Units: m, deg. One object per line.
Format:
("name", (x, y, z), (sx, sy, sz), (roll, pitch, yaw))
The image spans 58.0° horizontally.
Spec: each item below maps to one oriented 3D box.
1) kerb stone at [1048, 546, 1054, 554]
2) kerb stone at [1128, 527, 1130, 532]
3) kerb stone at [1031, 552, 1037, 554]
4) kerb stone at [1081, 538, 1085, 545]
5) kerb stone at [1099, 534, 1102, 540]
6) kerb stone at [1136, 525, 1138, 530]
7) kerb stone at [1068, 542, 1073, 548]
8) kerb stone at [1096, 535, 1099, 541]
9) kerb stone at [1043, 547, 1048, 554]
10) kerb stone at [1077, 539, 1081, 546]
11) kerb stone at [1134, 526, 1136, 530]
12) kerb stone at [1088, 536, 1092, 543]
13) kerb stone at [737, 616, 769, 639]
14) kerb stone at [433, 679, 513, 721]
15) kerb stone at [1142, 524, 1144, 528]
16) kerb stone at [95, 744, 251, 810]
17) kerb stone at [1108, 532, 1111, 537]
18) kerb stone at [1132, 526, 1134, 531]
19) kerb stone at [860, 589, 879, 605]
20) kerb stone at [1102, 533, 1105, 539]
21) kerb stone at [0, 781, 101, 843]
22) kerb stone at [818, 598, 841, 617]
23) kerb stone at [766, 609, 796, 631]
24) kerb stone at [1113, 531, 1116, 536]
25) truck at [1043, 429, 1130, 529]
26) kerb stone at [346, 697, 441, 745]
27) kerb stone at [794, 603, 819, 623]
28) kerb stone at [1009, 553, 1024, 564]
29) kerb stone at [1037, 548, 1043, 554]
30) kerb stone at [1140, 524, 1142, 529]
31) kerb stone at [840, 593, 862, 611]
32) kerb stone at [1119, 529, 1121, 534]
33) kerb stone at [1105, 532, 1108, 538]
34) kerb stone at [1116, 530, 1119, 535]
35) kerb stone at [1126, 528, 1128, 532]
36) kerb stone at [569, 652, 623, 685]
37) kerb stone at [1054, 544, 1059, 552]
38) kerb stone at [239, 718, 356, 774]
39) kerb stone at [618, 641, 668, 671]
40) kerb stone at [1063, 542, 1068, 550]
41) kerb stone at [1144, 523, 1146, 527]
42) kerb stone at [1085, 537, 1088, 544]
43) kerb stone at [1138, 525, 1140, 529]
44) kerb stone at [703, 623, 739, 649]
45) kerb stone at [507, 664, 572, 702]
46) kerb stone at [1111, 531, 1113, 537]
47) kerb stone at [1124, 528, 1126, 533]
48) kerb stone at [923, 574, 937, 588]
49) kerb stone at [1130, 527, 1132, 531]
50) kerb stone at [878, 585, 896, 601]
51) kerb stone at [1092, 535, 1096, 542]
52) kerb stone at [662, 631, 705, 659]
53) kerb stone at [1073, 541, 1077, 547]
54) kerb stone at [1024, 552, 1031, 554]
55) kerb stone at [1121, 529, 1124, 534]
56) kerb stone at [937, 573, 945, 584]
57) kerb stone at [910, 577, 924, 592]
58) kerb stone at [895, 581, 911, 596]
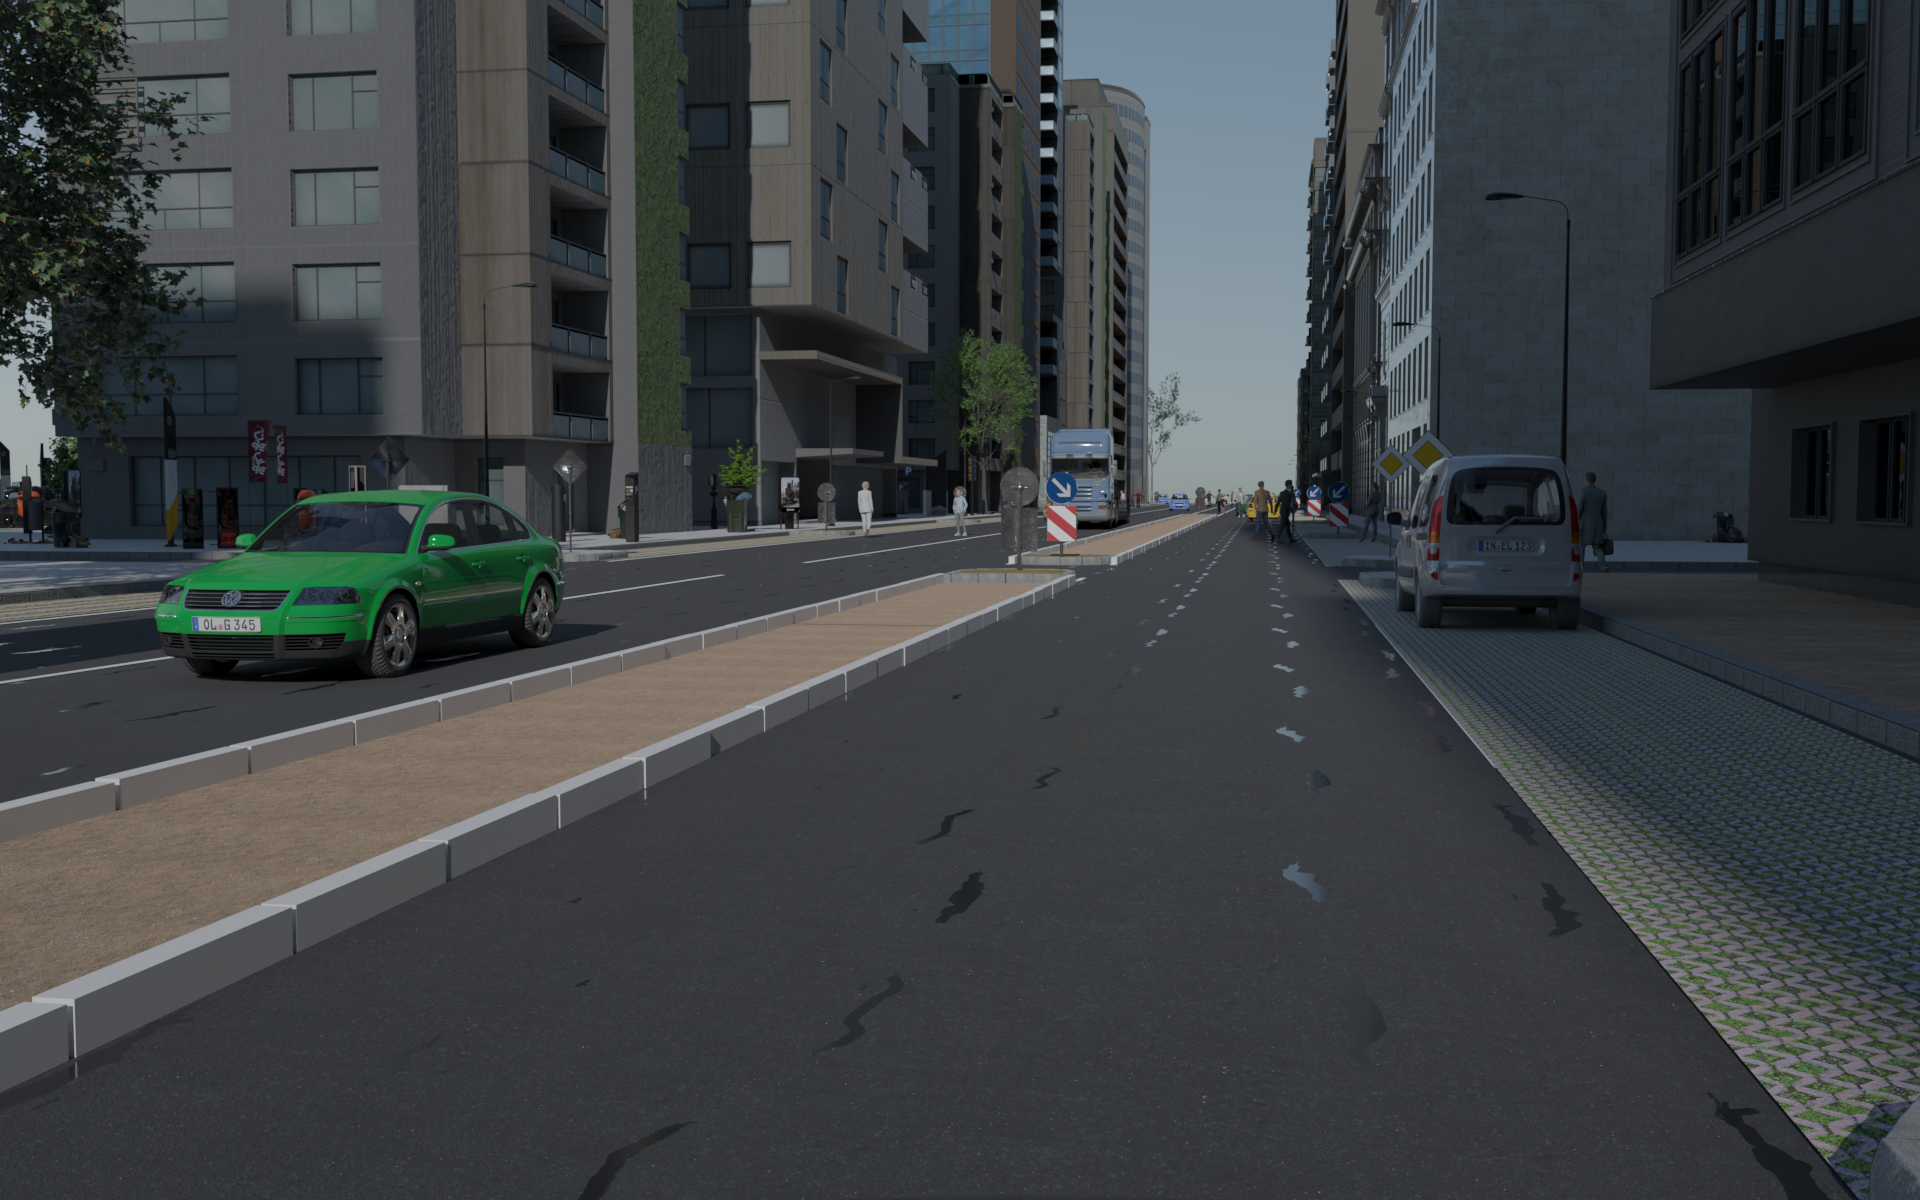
("kerb stone", (2.044, -1.162, 41.196), (0.120, 0.150, 1.000), (1, 4, 10))
("kerb stone", (6.146, -2.582, 64.422), (0.120, 0.150, 1.000), (1, 4, 10))
("kerb stone", (1.516, -0.976, 38.158), (0.120, 0.150, 1.000), (1, 4, 10))
("kerb stone", (3.294, -1.595, 48.269), (0.120, 0.150, 1.000), (1, 4, 10))
("kerb stone", (4.184, -1.904, 53.319), (0.120, 0.150, 1.000), (1, 4, 10))
("kerb stone", (6.853, -2.828, 68.462), (0.120, 0.150, 1.000), (1, 4, 10))
("kerb stone", (2.767, -1.403, 45.249), (0.120, 0.150, 1.000), (1, 4, 10))
("kerb stone", (4.012, -1.842, 52.311), (0.120, 0.150, 1.000), (1, 4, 10))
("kerb stone", (1.869, -1.101, 40.189), (0.120, 0.150, 1.000), (1, 4, 10))
("kerb stone", (3.121, -1.529, 47.262), (0.120, 0.150, 1.000), (1, 4, 10))
("kerb stone", (6.673, -2.764, 67.453), (0.120, 0.150, 1.000), (1, 4, 10))
("kerb stone", (3.658, -1.718, 50.288), (0.120, 0.150, 1.000), (1, 4, 10))
("kerb stone", (-2.148, 0.293, 17.405), (0.120, 0.150, 1.000), (1, 4, 10))
("kerb stone", (-3.217, 0.664, 11.337), (0.120, 0.150, 1.000), (1, 4, 10))
("kerb stone", (7.384, -3.014, 71.482), (0.120, 0.150, 1.000), (1, 4, 10))
("kerb stone", (-3.755, 0.850, 8.298), (0.120, 0.150, 1.000), (1, 4, 10))
("kerb stone", (4.719, -2.088, 56.340), (0.120, 0.150, 1.000), (1, 4, 10))
("kerb stone", (6.500, -2.706, 66.446), (0.120, 0.150, 1.000), (1, 4, 10))
("kerb stone", (-1.257, -0.017, 22.474), (0.120, 0.150, 1.000), (1, 4, 10))
("kerb stone", (4.365, -1.965, 54.327), (0.120, 0.150, 1.000), (1, 4, 10))
("kerb stone", (-3.931, 0.920, 7.280), (0.120, 0.150, 1.000), (1, 4, 10))
("kerb stone", (-1.613, 0.110, 20.443), (0.120, 0.150, 1.000), (1, 4, 10))
("kerb stone", (-1.968, 0.230, 18.429), (0.120, 0.150, 1.000), (1, 4, 10))
("kerb stone", (5.074, -2.211, 58.365), (0.120, 0.150, 1.000), (1, 4, 10))
("truck", (5.974, -5.360, 77.387), (2.967, 4.110, 18.799), (1, 4, 8))
("kerb stone", (-3.397, 0.726, 10.322), (0.120, 0.150, 1.000), (1, 4, 10))
("kerb stone", (-1.795, 0.169, 19.437), (0.120, 0.150, 1.000), (1, 4, 10))
("kerb stone", (1.150, -0.850, 36.126), (0.120, 0.150, 1.000), (1, 4, 10))
("kerb stone", (1.698, -1.039, 39.181), (0.120, 0.150, 1.000), (1, 4, 10))
("kerb stone", (7.216, -2.953, 70.473), (0.120, 0.150, 1.000), (1, 4, 10))
("kerb stone", (-1.425, 0.045, 21.456), (0.120, 0.150, 1.000), (1, 4, 10))
("kerb stone", (5.434, -2.330, 60.384), (0.120, 0.150, 1.000), (1, 4, 10))
("kerb stone", (4.541, -2.024, 55.334), (0.120, 0.150, 1.000), (1, 4, 10))
("kerb stone", (5.250, -2.274, 59.376), (0.120, 0.150, 1.000), (1, 4, 10))
("kerb stone", (5.968, -2.520, 63.415), (0.120, 0.150, 1.000), (1, 4, 10))
("kerb stone", (-2.857, 0.540, 13.362), (0.120, 0.150, 1.000), (1, 4, 10))
("kerb stone", (2.225, -1.224, 42.208), (0.120, 0.150, 1.000), (1, 4, 10))
("kerb stone", (-3.577, 0.788, 9.313), (0.120, 0.150, 1.000), (1, 4, 10))
("kerb stone", (-2.677, 0.478, 14.378), (0.120, 0.150, 1.000), (1, 4, 10))
("kerb stone", (2.581, -1.345, 44.237), (0.120, 0.150, 1.000), (1, 4, 10))
("kerb stone", (7.565, -3.076, 72.487), (0.120, 0.150, 1.000), (1, 4, 10))
("kerb stone", (3.470, -1.655, 49.284), (0.120, 0.150, 1.000), (1, 4, 10))
("kerb stone", (7.033, -2.890, 69.468), (0.120, 0.150, 1.000), (1, 4, 10))
("kerb stone", (-2.324, 0.357, 16.392), (0.120, 0.150, 1.000), (1, 4, 10))
("kerb stone", (-3.038, 0.602, 12.355), (0.120, 0.150, 1.000), (1, 4, 10))
("kerb stone", (4.891, -2.150, 57.351), (0.120, 0.150, 1.000), (1, 4, 10))
("kerb stone", (5.784, -2.459, 62.407), (0.120, 0.150, 1.000), (1, 4, 10))
("kerb stone", (-0.544, -0.263, 26.504), (0.120, 0.150, 1.000), (1, 4, 10))
("kerb stone", (6.322, -2.644, 65.428), (0.120, 0.150, 1.000), (1, 4, 10))
("kerb stone", (-1.070, -0.076, 23.480), (0.120, 0.150, 1.000), (1, 4, 10))
("kerb stone", (3.831, -1.775, 51.296), (0.120, 0.150, 1.000), (1, 4, 10))
("kerb stone", (-2.510, 0.416, 15.386), (0.120, 0.150, 1.000), (1, 4, 10))
("kerb stone", (2.943, -1.472, 46.255), (0.120, 0.150, 1.000), (1, 4, 10))
("kerb stone", (1.334, -0.914, 37.143), (0.120, 0.150, 1.000), (1, 4, 10))
("kerb stone", (5.612, -2.398, 61.400), (0.120, 0.150, 1.000), (1, 4, 10))
("kerb stone", (-0.369, -0.326, 27.524), (0.120, 0.150, 1.000), (1, 4, 10))
("kerb stone", (-0.719, -0.202, 25.494), (0.120, 0.150, 1.000), (1, 4, 10))
("kerb stone", (-0.895, -0.136, 24.487), (0.120, 0.150, 1.000), (1, 4, 10))
